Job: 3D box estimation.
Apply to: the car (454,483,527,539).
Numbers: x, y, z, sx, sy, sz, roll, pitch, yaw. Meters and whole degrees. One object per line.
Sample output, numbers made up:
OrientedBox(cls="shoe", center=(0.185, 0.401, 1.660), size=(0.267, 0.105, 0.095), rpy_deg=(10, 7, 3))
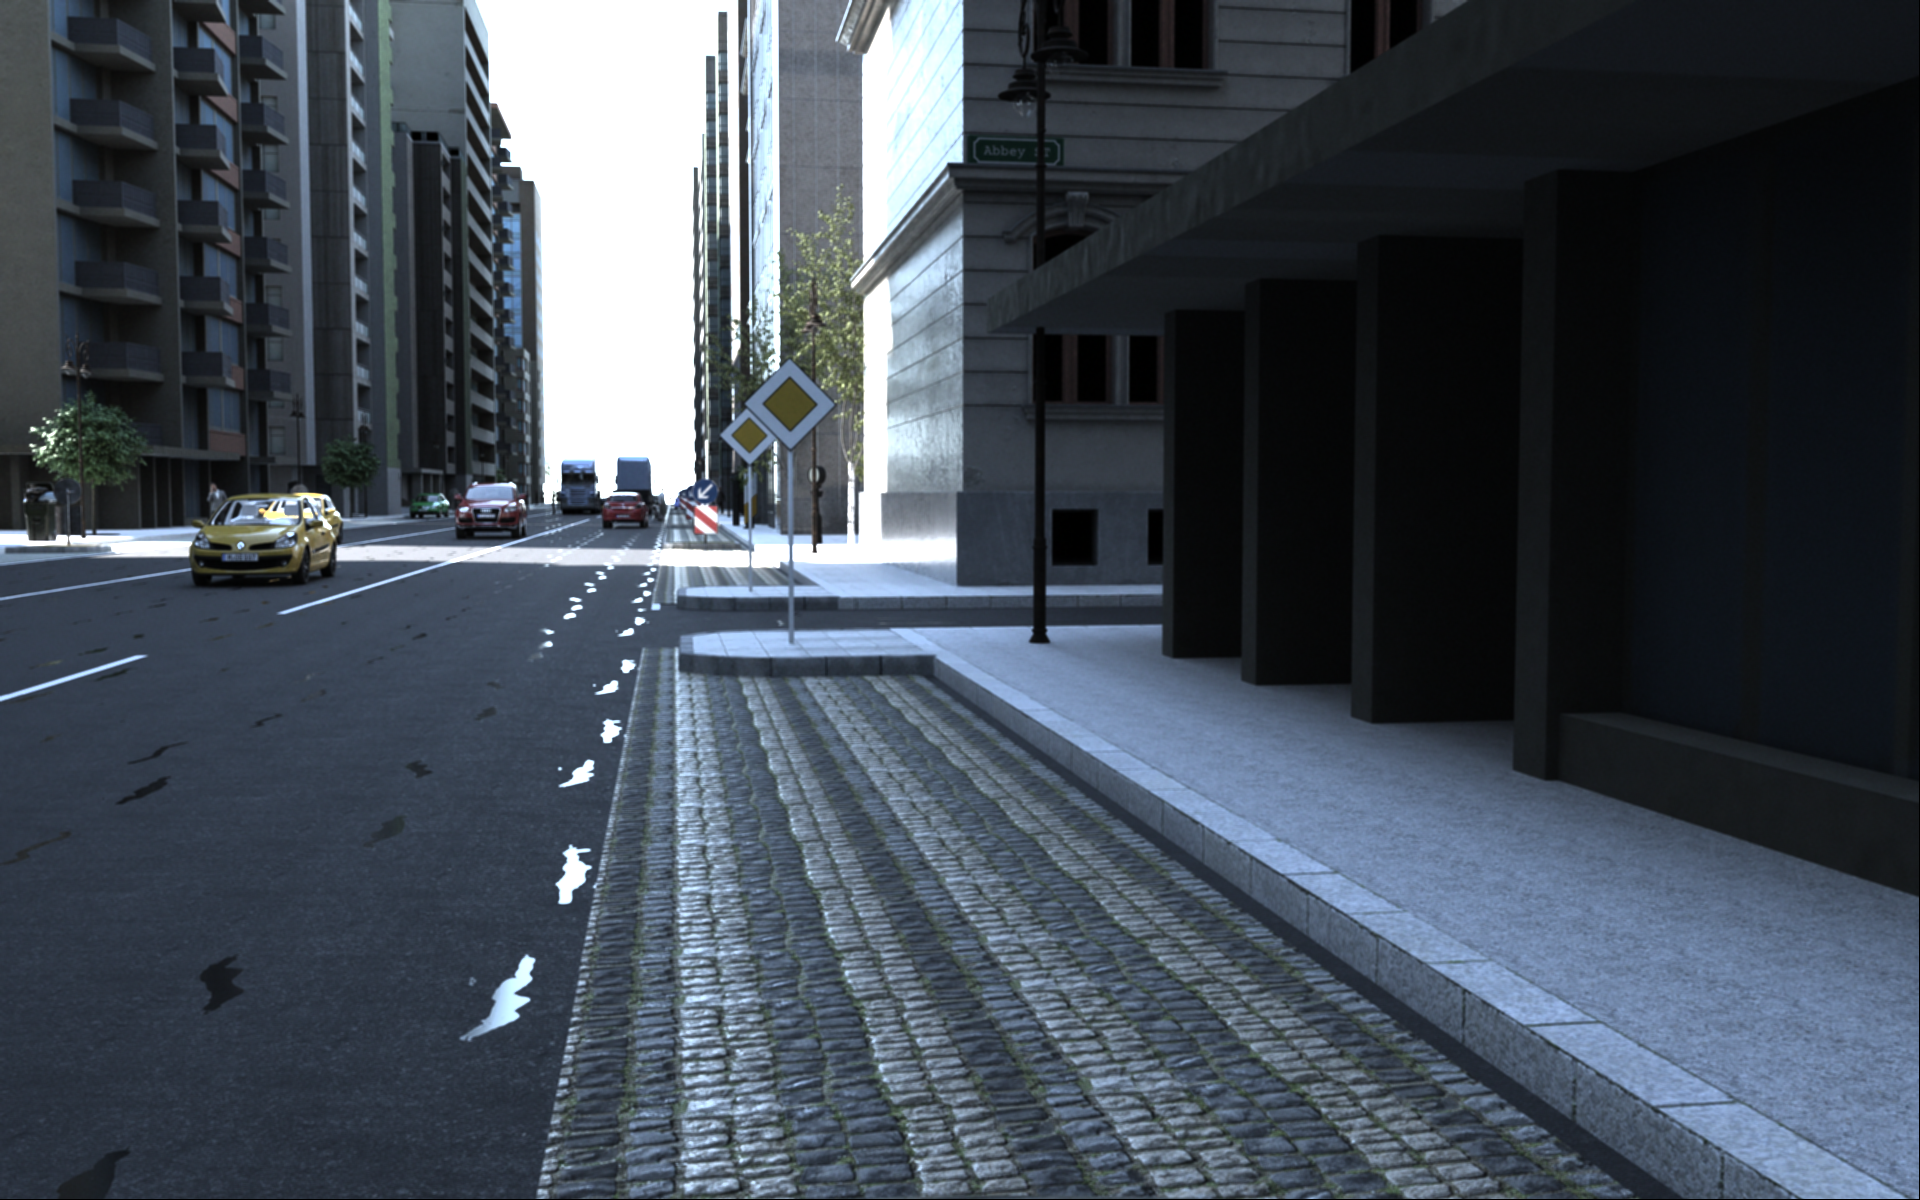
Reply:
OrientedBox(cls="car", center=(-15.473, -2.972, 57.270), size=(2.281, 1.827, 5.304), rpy_deg=(-1, 4, -11))

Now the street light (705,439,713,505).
OrientedBox(cls="street light", center=(-20.526, -10.380, 142.496), size=(0.468, 5.910, 1.993), rpy_deg=(-1, 4, -9))

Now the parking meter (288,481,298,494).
OrientedBox(cls="parking meter", center=(-29.641, -4.360, 76.992), size=(0.399, 1.863, 0.255), rpy_deg=(1, 4, 22))

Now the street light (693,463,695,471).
OrientedBox(cls="street light", center=(-34.001, -15.368, 224.046), size=(0.468, 5.910, 1.993), rpy_deg=(-1, 4, -9))

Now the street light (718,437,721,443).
OrientedBox(cls="street light", center=(-15.529, -8.567, 112.851), size=(0.468, 5.910, 1.993), rpy_deg=(-1, 4, -9))

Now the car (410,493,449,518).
OrientedBox(cls="car", center=(-32.058, -5.865, 104.695), size=(1.959, 1.807, 4.718), rpy_deg=(0, 4, -7))

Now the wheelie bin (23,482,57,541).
OrientedBox(cls="wheelie bin", center=(-24.964, -2.394, 47.057), size=(0.980, 1.594, 0.693), rpy_deg=(0, 4, -8))

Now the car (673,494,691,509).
OrientedBox(cls="car", center=(-25.119, -9.045, 157.479), size=(1.945, 1.707, 3.694), rpy_deg=(0, 4, -8))

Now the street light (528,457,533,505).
OrientedBox(cls="street light", center=(-51.509, -14.388, 208.025), size=(0.468, 5.910, 1.993), rpy_deg=(-1, 4, -9))

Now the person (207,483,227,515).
OrientedBox(cls="person", center=(-24.258, -2.932, 56.627), size=(0.592, 1.802, 0.473), rpy_deg=(0, 4, -6))

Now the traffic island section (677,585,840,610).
OrientedBox(cls="traffic island section", center=(-2.713, -0.032, 22.803), size=(2.009, 0.180, 2.903), rpy_deg=(-1, 4, -9))

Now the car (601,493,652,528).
OrientedBox(cls="car", center=(-14.425, -4.021, 74.781), size=(2.155, 1.783, 4.494), rpy_deg=(0, 4, -8))

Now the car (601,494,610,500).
OrientedBox(cls="car", center=(-34.310, -9.446, 166.448), size=(2.014, 1.417, 4.499), rpy_deg=(0, 4, -8))

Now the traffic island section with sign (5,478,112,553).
OrientedBox(cls="traffic island section with sign", center=(-22.056, -2.075, 42.552), size=(1.989, 1.847, 2.006), rpy_deg=(-1, 4, -9))

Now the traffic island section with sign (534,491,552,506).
OrientedBox(cls="traffic island section with sign", center=(-48.063, -11.679, 199.586), size=(1.989, 1.847, 2.006), rpy_deg=(-1, 4, -9))

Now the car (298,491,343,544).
OrientedBox(cls="car", center=(-18.439, -2.341, 48.498), size=(2.015, 1.641, 3.980), rpy_deg=(-1, 4, -11))

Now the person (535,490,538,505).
OrientedBox(cls="person", center=(-51.843, -12.588, 211.987), size=(0.705, 1.807, 1.348), rpy_deg=(-1, 4, -10))

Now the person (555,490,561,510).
OrientedBox(cls="person", center=(-36.453, -9.110, 157.460), size=(1.348, 1.823, 0.705), rpy_deg=(-1, 4, -13))

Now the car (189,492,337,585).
OrientedBox(cls="car", center=(-11.442, -1.121, 28.553), size=(2.015, 1.641, 3.980), rpy_deg=(-1, 4, -11))

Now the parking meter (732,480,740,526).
OrientedBox(cls="parking meter", center=(-9.127, -3.967, 70.570), size=(0.255, 1.863, 0.399), rpy_deg=(0, 4, -3))

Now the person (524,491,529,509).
OrientedBox(cls="person", center=(-40.447, -9.321, 161.699), size=(0.445, 1.727, 0.742), rpy_deg=(0, 4, 1))

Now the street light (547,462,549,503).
OrientedBox(cls="street light", center=(-56.524, -16.201, 237.667), size=(0.468, 5.910, 1.993), rpy_deg=(-1, 4, -9))

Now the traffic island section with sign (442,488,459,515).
OrientedBox(cls="traffic island section with sign", center=(-34.636, -6.723, 118.555), size=(1.989, 1.847, 2.006), rpy_deg=(-1, 4, -9))

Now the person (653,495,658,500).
OrientedBox(cls="person", center=(-28.899, -9.357, 161.625), size=(1.348, 1.807, 0.705), rpy_deg=(1, 4, 11))

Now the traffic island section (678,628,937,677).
OrientedBox(cls="traffic island section", center=(-1.409, 0.450, 14.925), size=(2.009, 0.180, 2.903), rpy_deg=(-1, 4, -9))

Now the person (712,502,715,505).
OrientedBox(cls="person", center=(-21.124, -8.630, 147.852), size=(0.721, 1.736, 1.217), rpy_deg=(-1, 4, -20))

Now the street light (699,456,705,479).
OrientedBox(cls="street light", center=(-25.420, -12.194, 172.157), size=(0.468, 5.910, 1.993), rpy_deg=(-1, 4, -9))

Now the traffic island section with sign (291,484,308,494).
OrientedBox(cls="traffic island section with sign", center=(-26.508, -3.718, 69.419), size=(1.989, 1.847, 2.006), rpy_deg=(-1, 4, -9))

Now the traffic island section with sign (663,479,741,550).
OrientedBox(cls="traffic island section with sign", center=(-6.784, -2.246, 45.343), size=(1.989, 1.847, 2.006), rpy_deg=(-1, 4, -9))

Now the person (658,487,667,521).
OrientedBox(cls="person", center=(-16.056, -5.171, 93.265), size=(0.478, 1.798, 0.641), rpy_deg=(-2, 4, -29))

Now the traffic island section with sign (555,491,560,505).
OrientedBox(cls="traffic island section with sign", center=(-52.461, -13.306, 226.181), size=(1.989, 1.847, 2.006), rpy_deg=(-1, 4, -9))

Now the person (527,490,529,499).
OrientedBox(cls="person", center=(-50.731, -12.036, 203.285), size=(0.683, 1.767, 0.568), rpy_deg=(2, 4, 31))

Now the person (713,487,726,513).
OrientedBox(cls="person", center=(-16.092, -6.671, 115.667), size=(0.990, 1.755, 0.434), rpy_deg=(-3, 5, -39))

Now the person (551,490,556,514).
OrientedBox(cls="person", center=(-29.244, -7.030, 124.267), size=(0.721, 1.723, 1.217), rpy_deg=(-1, 4, -18))

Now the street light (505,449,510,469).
OrientedBox(cls="street light", center=(-46.523, -12.567, 178.260), size=(0.468, 5.910, 1.993), rpy_deg=(-1, 4, -9))

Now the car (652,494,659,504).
OrientedBox(cls="car", center=(-37.642, -12.511, 214.334), size=(2.009, 1.686, 4.222), rpy_deg=(-1, 4, -11))

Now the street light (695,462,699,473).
OrientedBox(cls="street light", center=(-29.154, -13.553, 194.377), size=(0.468, 5.910, 1.993), rpy_deg=(-1, 4, -9))

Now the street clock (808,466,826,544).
OrientedBox(cls="street clock", center=(-3.697, -2.460, 44.788), size=(0.358, 2.002, 0.471), rpy_deg=(-3, 5, -44))

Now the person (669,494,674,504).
OrientedBox(cls="person", center=(-40.082, -14.005, 240.721), size=(0.697, 1.427, 0.421), rpy_deg=(1, 4, 20))

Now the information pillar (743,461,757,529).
OrientedBox(cls="information pillar", center=(-7.769, -4.449, 64.093), size=(0.504, 3.616, 0.183), rpy_deg=(-2, 4, -33))
